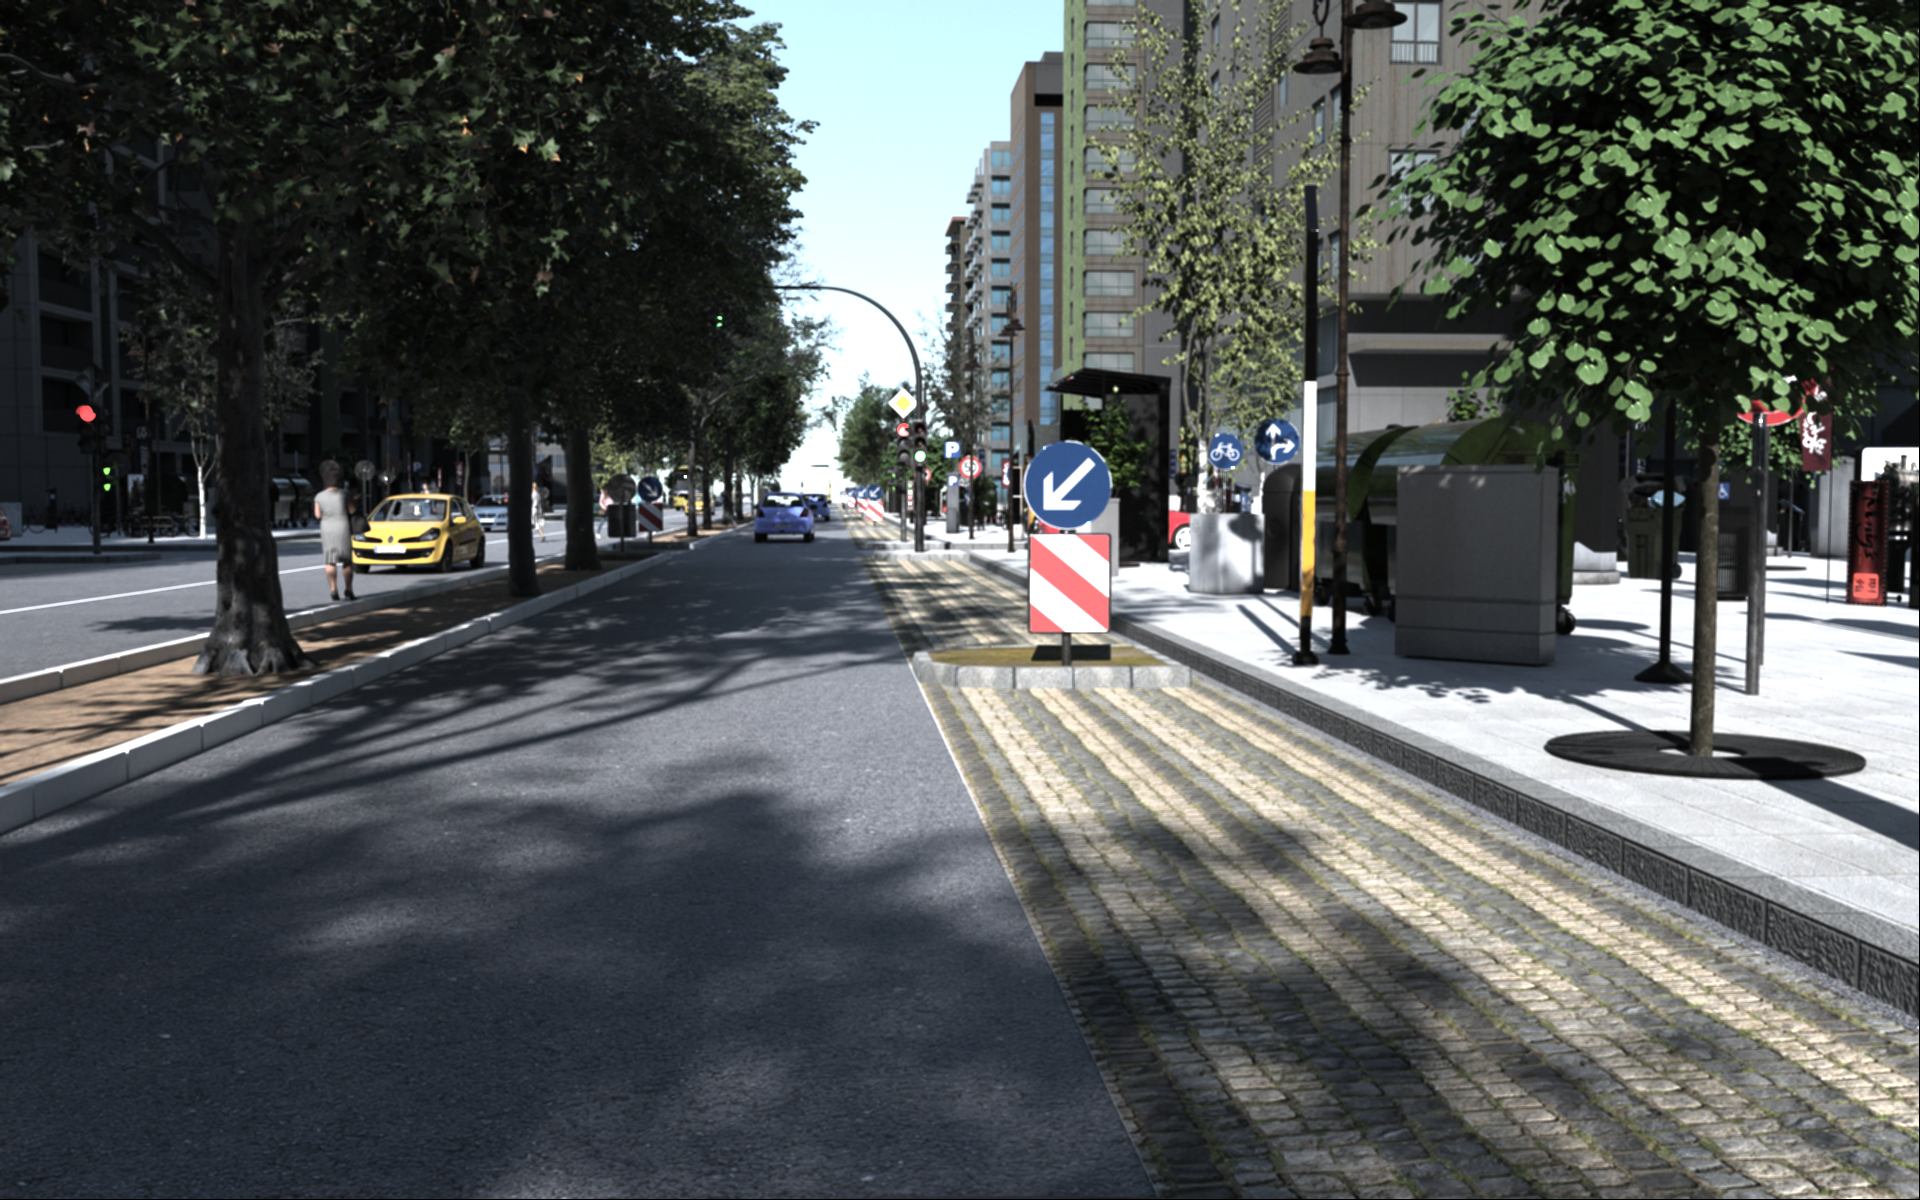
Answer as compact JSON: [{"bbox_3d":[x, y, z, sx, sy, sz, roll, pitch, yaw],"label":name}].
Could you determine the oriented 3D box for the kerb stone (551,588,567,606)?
[{"bbox_3d":[-5.269,-0.018,22.487,0.120,0.150,1.000,0,4,-4],"label":"kerb stone"}]

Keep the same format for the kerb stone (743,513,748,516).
[{"bbox_3d":[-14.528,-5.857,117.950,0.120,0.150,1.000,0,4,-4],"label":"kerb stone"}]

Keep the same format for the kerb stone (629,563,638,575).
[{"bbox_3d":[-5.872,-0.518,30.667,0.120,0.150,1.000,0,4,-4],"label":"kerb stone"}]

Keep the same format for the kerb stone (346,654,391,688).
[{"bbox_3d":[-4.567,0.551,13.268,0.120,0.150,1.000,0,4,-4],"label":"kerb stone"}]

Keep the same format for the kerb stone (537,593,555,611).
[{"bbox_3d":[-5.186,0.045,21.462,0.120,0.150,1.000,0,4,-4],"label":"kerb stone"}]

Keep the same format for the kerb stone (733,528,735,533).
[{"bbox_3d":[-8.215,-2.423,61.855,0.120,0.150,1.000,0,4,-4],"label":"kerb stone"}]

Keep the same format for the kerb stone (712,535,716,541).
[{"bbox_3d":[-7.438,-1.801,51.634,0.120,0.150,1.000,0,4,-4],"label":"kerb stone"}]

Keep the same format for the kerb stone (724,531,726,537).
[{"bbox_3d":[-7.827,-2.113,56.747,0.120,0.150,1.000,0,4,-4],"label":"kerb stone"}]

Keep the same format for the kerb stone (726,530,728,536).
[{"bbox_3d":[-7.910,-2.172,57.770,0.120,0.150,1.000,0,4,-4],"label":"kerb stone"}]

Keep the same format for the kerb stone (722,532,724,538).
[{"bbox_3d":[-7.759,-2.049,55.722,0.120,0.150,1.000,0,4,-4],"label":"kerb stone"}]

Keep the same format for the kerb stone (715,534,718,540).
[{"bbox_3d":[-7.527,-1.863,52.657,0.120,0.150,1.000,0,4,-4],"label":"kerb stone"}]

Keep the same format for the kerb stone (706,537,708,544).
[{"bbox_3d":[-7.220,-1.612,48.558,0.120,0.150,1.000,0,4,-4],"label":"kerb stone"}]

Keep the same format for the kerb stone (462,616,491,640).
[{"bbox_3d":[-4.886,0.296,17.356,0.120,0.150,1.000,0,4,-4],"label":"kerb stone"}]

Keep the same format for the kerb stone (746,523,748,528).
[{"bbox_3d":[-8.909,-2.990,71.079,0.120,0.150,1.000,0,4,-4],"label":"kerb stone"}]

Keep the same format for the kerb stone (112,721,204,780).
[{"bbox_3d":[-4.261,0.797,9.170,0.120,0.150,1.000,0,4,-4],"label":"kerb stone"}]

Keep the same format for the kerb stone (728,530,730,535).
[{"bbox_3d":[-7.984,-2.237,58.790,0.120,0.150,1.000,0,4,-4],"label":"kerb stone"}]

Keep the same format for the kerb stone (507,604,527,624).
[{"bbox_3d":[-5.031,0.176,19.411,0.120,0.150,1.000,0,4,-4],"label":"kerb stone"}]

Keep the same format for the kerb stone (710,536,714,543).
[{"bbox_3d":[-7.368,-1.737,50.606,0.120,0.150,1.000,0,4,-4],"label":"kerb stone"}]

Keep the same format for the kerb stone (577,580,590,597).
[{"bbox_3d":[-5.405,-0.143,24.530,0.120,0.150,1.000,0,4,-4],"label":"kerb stone"}]

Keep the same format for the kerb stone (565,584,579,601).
[{"bbox_3d":[-5.339,-0.080,23.509,0.120,0.150,1.000,0,4,-4],"label":"kerb stone"}]

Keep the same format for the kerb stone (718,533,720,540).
[{"bbox_3d":[-7.609,-1.925,53.675,0.120,0.150,1.000,0,4,-4],"label":"kerb stone"}]

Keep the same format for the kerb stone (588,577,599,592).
[{"bbox_3d":[-5.492,-0.203,25.555,0.120,0.150,1.000,0,4,-4],"label":"kerb stone"}]

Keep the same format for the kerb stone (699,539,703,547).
[{"bbox_3d":[-7.060,-1.485,46.510,0.120,0.150,1.000,0,4,-4],"label":"kerb stone"}]

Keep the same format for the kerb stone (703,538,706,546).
[{"bbox_3d":[-7.138,-1.550,47.540,0.120,0.150,1.000,0,4,-4],"label":"kerb stone"}]

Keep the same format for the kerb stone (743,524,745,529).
[{"bbox_3d":[-8.759,-2.862,69.025,0.120,0.150,1.000,0,4,-4],"label":"kerb stone"}]

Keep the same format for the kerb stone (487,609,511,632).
[{"bbox_3d":[-4.951,0.236,18.392,0.120,0.150,1.000,0,4,-4],"label":"kerb stone"}]

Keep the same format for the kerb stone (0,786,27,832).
[{"bbox_3d":[-4.107,0.922,7.128,0.120,0.150,1.000,0,4,-4],"label":"kerb stone"}]

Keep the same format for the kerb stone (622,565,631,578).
[{"bbox_3d":[-5.793,-0.455,29.641,0.120,0.150,1.000,0,4,-4],"label":"kerb stone"}]

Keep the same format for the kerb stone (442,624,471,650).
[{"bbox_3d":[-4.799,0.363,16.337,0.120,0.150,1.000,0,4,-4],"label":"kerb stone"}]

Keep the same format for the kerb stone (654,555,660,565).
[{"bbox_3d":[-6.180,-0.769,34.767,0.120,0.150,1.000,0,4,-4],"label":"kerb stone"}]

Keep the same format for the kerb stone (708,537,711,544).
[{"bbox_3d":[-7.303,-1.670,49.583,0.120,0.150,1.000,0,4,-4],"label":"kerb stone"}]

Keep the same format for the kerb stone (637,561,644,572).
[{"bbox_3d":[-5.947,-0.576,31.687,0.120,0.150,1.000,0,4,-4],"label":"kerb stone"}]

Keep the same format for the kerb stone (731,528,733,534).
[{"bbox_3d":[-8.143,-2.360,60.836,0.120,0.150,1.000,0,4,-4],"label":"kerb stone"}]

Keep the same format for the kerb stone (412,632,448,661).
[{"bbox_3d":[-4.726,0.421,15.312,0.120,0.150,1.000,0,4,-4],"label":"kerb stone"}]

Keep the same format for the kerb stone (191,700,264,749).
[{"bbox_3d":[-4.337,0.738,10.197,0.120,0.150,1.000,0,4,-4],"label":"kerb stone"}]

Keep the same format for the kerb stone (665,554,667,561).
[{"bbox_3d":[-6.332,-0.894,36.808,0.120,0.150,1.000,0,4,-4],"label":"kerb stone"}]

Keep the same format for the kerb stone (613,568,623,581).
[{"bbox_3d":[-5.727,-0.393,28.621,0.120,0.150,1.000,0,4,-4],"label":"kerb stone"}]

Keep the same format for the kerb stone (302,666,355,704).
[{"bbox_3d":[-4.493,0.609,12.241,0.120,0.150,1.000,0,4,-4],"label":"kerb stone"}]

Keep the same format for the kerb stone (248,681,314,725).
[{"bbox_3d":[-4.414,0.671,11.221,0.120,0.150,1.000,0,4,-4],"label":"kerb stone"}]

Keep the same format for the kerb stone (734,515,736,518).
[{"bbox_3d":[-13.690,-5.167,106.700,0.120,0.150,1.000,0,4,-4],"label":"kerb stone"}]

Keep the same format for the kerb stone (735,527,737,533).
[{"bbox_3d":[-8.293,-2.488,62.881,0.120,0.150,1.000,0,4,-4],"label":"kerb stone"}]

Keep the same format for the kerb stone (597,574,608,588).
[{"bbox_3d":[-5.570,-0.267,26.577,0.120,0.150,1.000,0,4,-4],"label":"kerb stone"}]

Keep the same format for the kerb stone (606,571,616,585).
[{"bbox_3d":[-5.639,-0.328,27.597,0.120,0.150,1.000,0,4,-4],"label":"kerb stone"}]

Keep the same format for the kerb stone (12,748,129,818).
[{"bbox_3d":[-4.186,0.859,8.147,0.120,0.150,1.000,0,4,-4],"label":"kerb stone"}]

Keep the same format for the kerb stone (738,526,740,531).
[{"bbox_3d":[-8.448,-2.614,64.933,0.120,0.150,1.000,0,4,-4],"label":"kerb stone"}]

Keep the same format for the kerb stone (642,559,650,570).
[{"bbox_3d":[-6.020,-0.640,32.707,0.120,0.150,1.000,0,4,-4],"label":"kerb stone"}]

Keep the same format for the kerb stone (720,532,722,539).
[{"bbox_3d":[-7.679,-1.988,54.698,0.120,0.150,1.000,0,4,-4],"label":"kerb stone"}]

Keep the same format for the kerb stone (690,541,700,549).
[{"bbox_3d":[-7.000,-1.421,45.490,0.120,0.150,1.000,0,4,-4],"label":"kerb stone"}]

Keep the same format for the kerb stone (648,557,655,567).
[{"bbox_3d":[-6.111,-0.706,33.736,0.120,0.150,1.000,0,4,-4],"label":"kerb stone"}]

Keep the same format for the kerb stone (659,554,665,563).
[{"bbox_3d":[-6.260,-0.828,35.787,0.120,0.150,1.000,0,4,-4],"label":"kerb stone"}]

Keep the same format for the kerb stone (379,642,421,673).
[{"bbox_3d":[-4.644,0.485,14.287,0.120,0.150,1.000,0,4,-4],"label":"kerb stone"}]

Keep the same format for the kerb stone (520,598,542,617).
[{"bbox_3d":[-5.106,0.109,20.431,0.120,0.150,1.000,0,4,-4],"label":"kerb stone"}]
